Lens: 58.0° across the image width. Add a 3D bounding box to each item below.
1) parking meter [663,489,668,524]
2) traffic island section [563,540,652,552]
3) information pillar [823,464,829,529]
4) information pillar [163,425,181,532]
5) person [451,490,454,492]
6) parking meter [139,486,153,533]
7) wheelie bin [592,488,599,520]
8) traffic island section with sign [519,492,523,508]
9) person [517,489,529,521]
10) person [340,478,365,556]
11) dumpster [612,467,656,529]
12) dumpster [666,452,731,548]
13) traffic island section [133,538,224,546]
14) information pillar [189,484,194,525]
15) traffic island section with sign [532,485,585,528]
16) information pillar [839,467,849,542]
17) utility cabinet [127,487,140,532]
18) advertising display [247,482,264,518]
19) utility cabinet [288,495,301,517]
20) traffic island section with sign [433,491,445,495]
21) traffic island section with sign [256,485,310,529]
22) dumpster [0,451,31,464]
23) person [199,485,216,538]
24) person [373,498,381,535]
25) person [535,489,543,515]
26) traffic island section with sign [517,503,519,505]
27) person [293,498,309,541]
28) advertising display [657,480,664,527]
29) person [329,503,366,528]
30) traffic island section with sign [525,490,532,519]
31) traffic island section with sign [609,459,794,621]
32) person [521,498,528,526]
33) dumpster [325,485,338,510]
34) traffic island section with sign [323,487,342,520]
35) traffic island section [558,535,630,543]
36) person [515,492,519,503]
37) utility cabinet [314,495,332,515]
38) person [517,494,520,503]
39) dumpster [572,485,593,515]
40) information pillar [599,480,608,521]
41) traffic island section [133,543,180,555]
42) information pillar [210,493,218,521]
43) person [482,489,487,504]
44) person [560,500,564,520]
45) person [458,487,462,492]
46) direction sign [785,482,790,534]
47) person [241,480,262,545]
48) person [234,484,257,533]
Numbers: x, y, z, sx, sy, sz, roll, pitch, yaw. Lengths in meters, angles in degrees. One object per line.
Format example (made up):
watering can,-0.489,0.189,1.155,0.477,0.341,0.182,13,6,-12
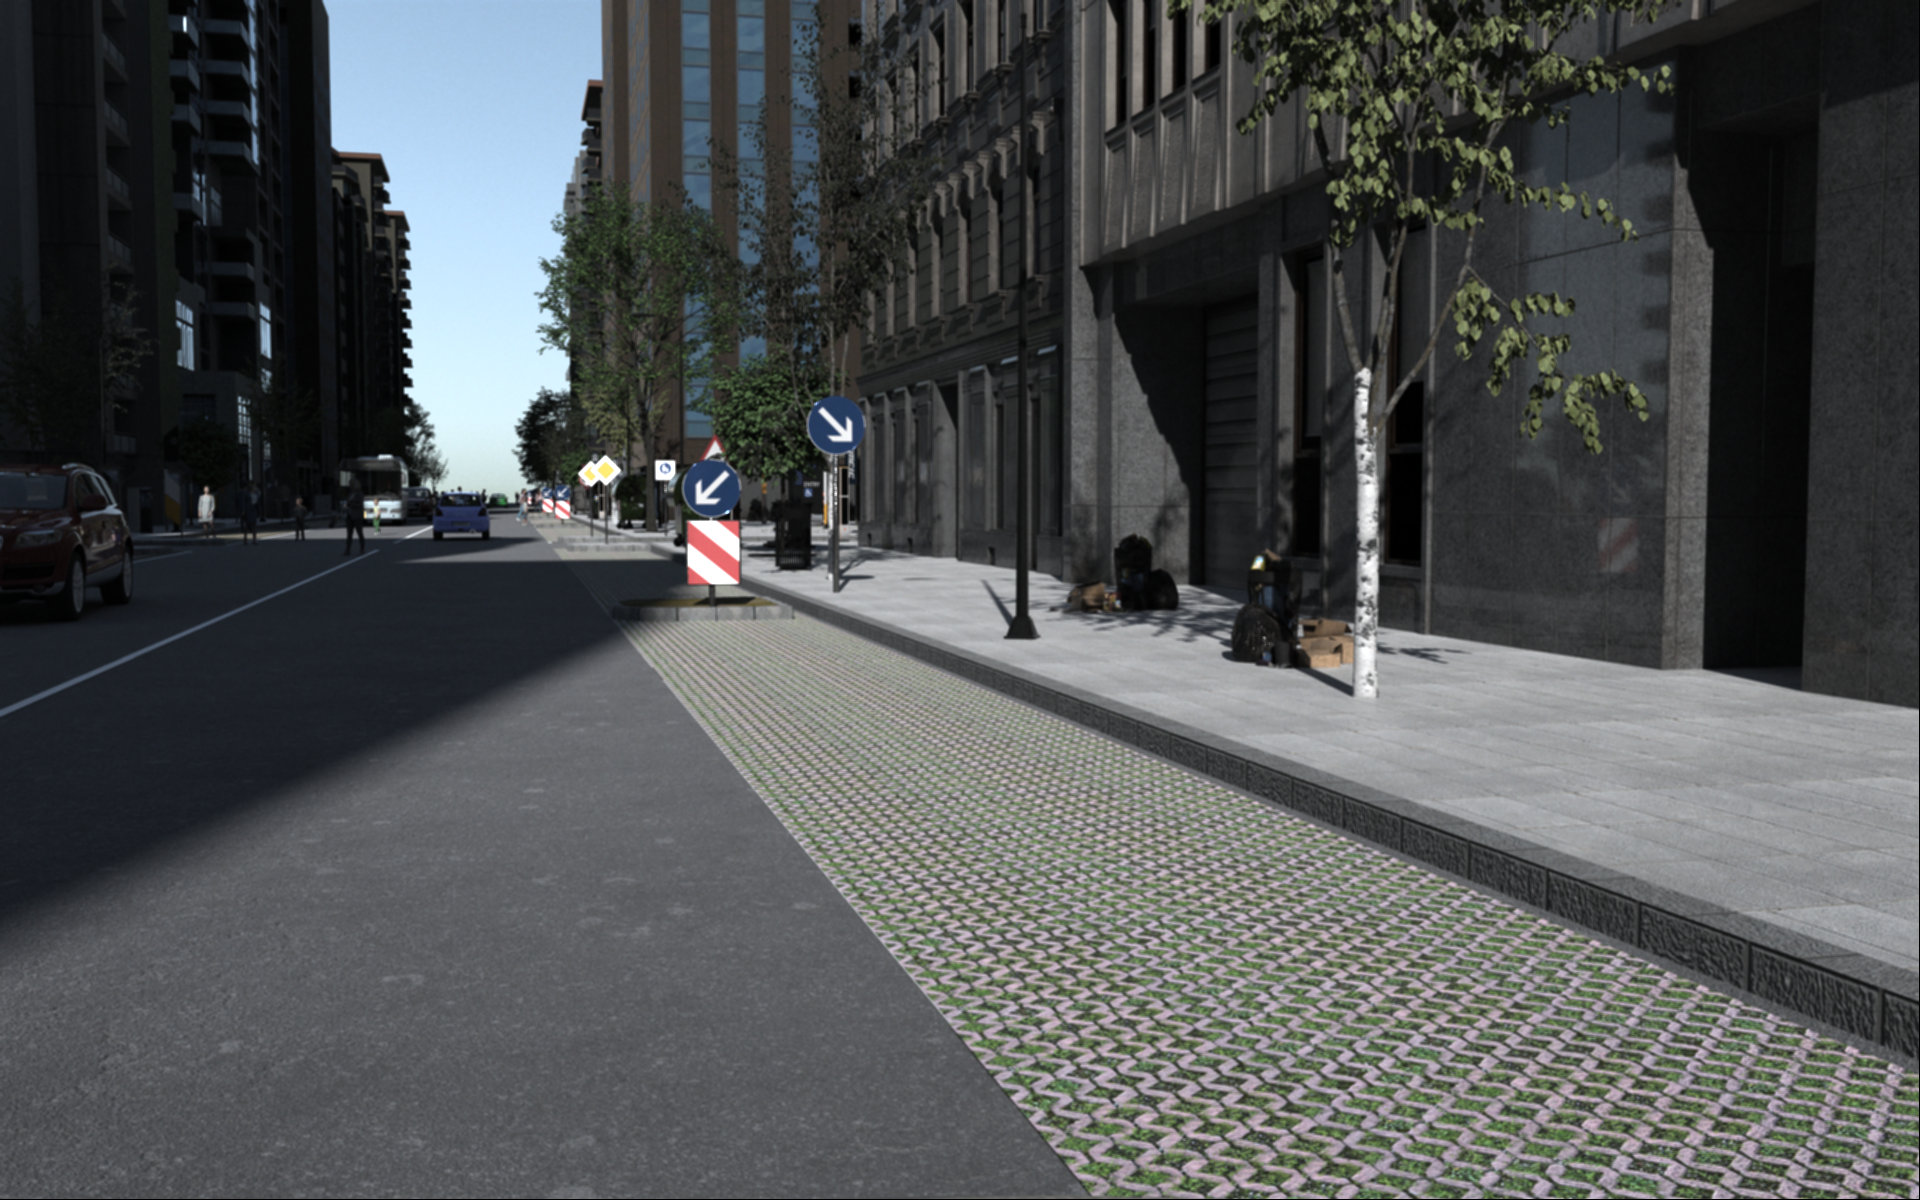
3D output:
parking meter,-12.920,-4.106,75.551,0.372,1.533,0.369,0,3,0
traffic island section,-9.021,-1.348,44.326,2.009,0.180,2.903,-1,4,-15
information pillar,-4.937,-4.455,64.197,0.183,3.616,0.504,1,4,12
information pillar,-26.470,-4.090,58.228,0.504,3.616,0.183,-1,4,-22
person,-44.298,-8.735,151.313,0.705,1.824,1.348,-2,4,-28
parking meter,-26.711,-2.962,56.839,0.372,1.533,0.369,0,3,0
wheelie bin,-18.174,-4.855,87.285,0.693,1.594,0.980,-1,4,-10
traffic island section with sign,-36.563,-8.549,148.402,1.989,1.847,2.006,-1,4,-15
person,-23.376,-5.088,92.529,0.643,1.720,0.563,-1,4,-8
person,-14.099,-1.933,40.286,0.537,1.800,0.526,3,5,40
dumpster,-11.919,-3.725,63.401,1.502,2.255,1.985,-1,4,-15
dumpster,-6.186,-2.383,41.459,1.502,2.255,1.985,-1,4,-15
traffic island section,-22.112,-1.645,49.176,2.009,0.180,2.903,-1,4,-15
information pillar,-31.582,-4.876,71.078,0.183,3.616,0.504,-2,4,-29
traffic island section with sign,-17.038,-3.978,73.668,1.989,1.847,2.006,-1,4,-15
information pillar,-3.199,-2.584,46.734,0.304,2.012,0.304,-3,5,-42
utility cabinet,-27.839,-3.053,58.600,0.318,1.500,1.173,-3,5,-39
advertising display,-37.536,-5.325,92.285,0.123,1.923,0.974,2,4,26
utility cabinet,-36.520,-5.136,95.132,1.020,1.237,0.306,3,5,44
traffic island section with sign,-68.283,-13.287,225.873,1.989,1.847,2.006,-1,4,-15
traffic island section with sign,-27.918,-3.835,71.338,1.989,1.847,2.006,-1,4,-15
dumpster,-21.682,-2.244,39.186,1.502,2.255,1.985,-1,4,-15
person,-23.361,-2.707,53.767,0.512,1.701,0.522,-1,4,-14
person,-20.395,-2.927,60.611,0.306,1.304,0.590,0,4,2
person,-28.387,-6.575,116.599,0.593,1.750,0.643,-3,4,-36
traffic island section with sign,-43.472,-10.168,174.871,1.989,1.847,2.006,-1,4,-15
person,-20.273,-2.476,53.249,0.475,1.303,0.640,-1,4,-11
advertising display,-11.619,-3.788,67.146,0.123,1.923,0.974,0,4,-1
person,-25.773,-3.922,72.841,1.509,1.804,0.699,-2,4,-27
traffic island section with sign,-23.979,-5.601,100.209,1.989,1.847,2.006,-1,4,-15
traffic island section with sign,-3.100,-0.716,20.337,1.989,1.847,2.006,-1,4,-15
person,-19.734,-3.997,78.538,0.352,1.250,0.332,0,4,8
dumpster,-41.508,-6.685,115.062,1.264,1.857,1.865,-1,4,-14
traffic island section with sign,-34.741,-5.431,97.418,1.989,1.847,2.006,-1,4,-15
traffic island section,-11.039,-1.821,52.053,2.009,0.180,2.903,-1,4,-15
person,-68.140,-15.727,266.454,0.721,1.723,1.217,1,4,11
utility cabinet,-38.928,-5.786,105.766,1.020,1.237,0.306,-3,5,-44
person,-70.988,-16.444,278.279,0.530,1.710,0.541,-3,5,-43
dumpster,-23.346,-6.216,107.393,1.264,1.857,1.865,-1,4,-15
information pillar,-17.142,-4.815,83.219,0.304,2.012,0.304,2,4,24
traffic island section,-20.094,-1.172,41.449,2.009,0.180,2.903,-1,4,-15
information pillar,-35.899,-5.608,83.038,0.504,3.616,0.183,-3,5,-44
person,-39.437,-8.290,143.901,0.599,1.838,0.709,-1,4,-13
person,-21.805,-4.998,94.885,0.362,1.253,0.373,3,5,41
person,-25.068,-4.793,87.055,0.721,1.800,0.419,-2,4,-27
direction sign,-5.488,-3.888,55.573,0.379,3.537,0.876,-2,4,-27
person,-20.048,-2.473,48.965,0.581,1.822,0.654,-3,4,-37
person,-26.136,-3.340,63.292,0.721,1.800,0.419,0,4,3
